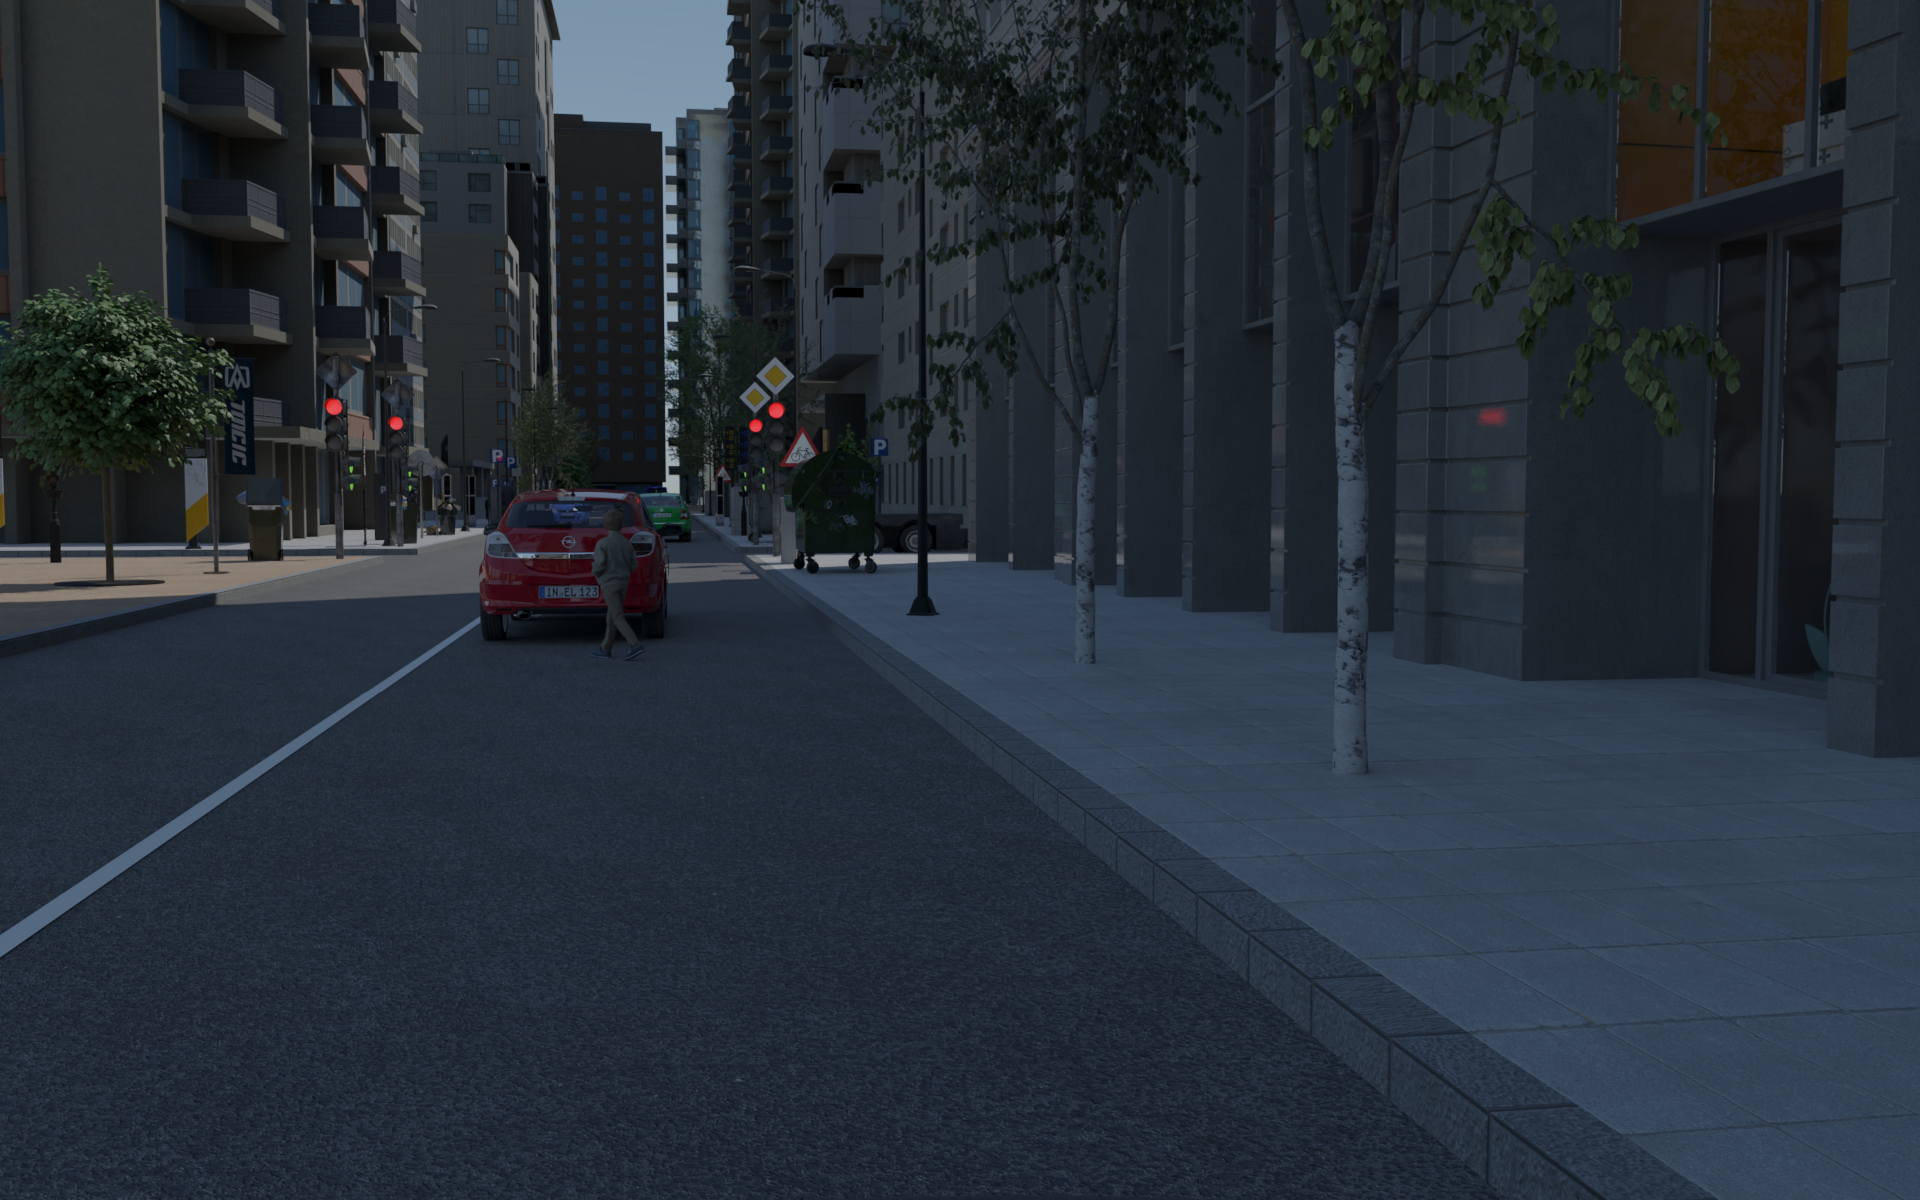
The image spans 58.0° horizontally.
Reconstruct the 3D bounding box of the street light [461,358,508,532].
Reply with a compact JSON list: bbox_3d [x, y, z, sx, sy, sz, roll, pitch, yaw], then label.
[{"bbox_3d":[-16.448,-5.310,59.364,1.470,5.913,1.316,-1,4,-10],"label":"street light"}]

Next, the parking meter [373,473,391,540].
[{"bbox_3d":[-16.034,-2.591,48.067,0.399,1.863,0.255,-3,5,-43],"label":"parking meter"}]

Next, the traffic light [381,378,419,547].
[{"bbox_3d":[-13.584,-3.245,41.983,0.839,4.253,0.868,-1,4,-10],"label":"traffic light"}]

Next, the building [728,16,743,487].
[{"bbox_3d":[-15.009,-45.394,180.439,20.563,71.187,20.611,-1,4,-10],"label":"building"}]

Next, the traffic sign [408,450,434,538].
[{"bbox_3d":[-15.565,-3.053,50.030,0.768,2.556,0.104,0,4,-1],"label":"traffic sign"}]

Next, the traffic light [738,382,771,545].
[{"bbox_3d":[-5.148,-3.334,43.437,0.839,4.253,0.868,-1,4,-10],"label":"traffic light"}]

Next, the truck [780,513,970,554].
[{"bbox_3d":[5.217,-3.105,40.529,18.799,4.110,2.967,-1,4,-9],"label":"truck"}]

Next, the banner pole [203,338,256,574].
[{"bbox_3d":[-11.794,-2.320,27.941,0.863,3.779,0.401,-2,4,-29],"label":"banner pole"}]

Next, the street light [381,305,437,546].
[{"bbox_3d":[-13.523,-4.282,42.556,1.470,5.913,1.316,-1,4,-10],"label":"street light"}]

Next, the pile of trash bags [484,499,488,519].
[{"bbox_3d":[-23.167,-4.781,87.921,1.912,1.369,3.447,-2,4,-23],"label":"pile of trash bags"}]

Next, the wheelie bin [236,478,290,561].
[{"bbox_3d":[-13.432,-1.561,33.427,0.980,1.594,0.693,-1,4,-17],"label":"wheelie bin"}]

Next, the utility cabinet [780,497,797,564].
[{"bbox_3d":[-3.163,-1.281,32.101,0.306,1.237,1.020,0,4,-5],"label":"utility cabinet"}]

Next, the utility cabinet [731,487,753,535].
[{"bbox_3d":[-6.578,-2.784,54.193,1.173,1.500,0.318,-2,4,-31],"label":"utility cabinet"}]

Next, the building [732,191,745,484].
[{"bbox_3d":[-14.433,-23.979,163.756,14.160,30.474,14.107,-1,4,-10],"label":"building"}]

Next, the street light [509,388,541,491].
[{"bbox_3d":[-19.319,-6.322,75.913,1.470,5.913,1.316,-1,4,-10],"label":"street light"}]

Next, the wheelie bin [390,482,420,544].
[{"bbox_3d":[-14.396,-2.260,44.852,0.693,1.594,0.980,-3,4,-37],"label":"wheelie bin"}]

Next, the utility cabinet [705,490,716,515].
[{"bbox_3d":[-14.887,-5.783,103.227,0.318,1.500,1.173,1,4,13],"label":"utility cabinet"}]

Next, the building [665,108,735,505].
[{"bbox_3d":[-21.149,-36.476,215.983,30.456,49.044,23.786,-1,4,-10],"label":"building"}]

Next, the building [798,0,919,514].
[{"bbox_3d":[4.844,-31.401,102.648,28.713,52.752,27.495,-1,4,-10],"label":"building"}]

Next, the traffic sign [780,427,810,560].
[{"bbox_3d":[-3.035,-2.048,33.495,0.884,2.594,0.081,0,4,-7],"label":"traffic sign"}]

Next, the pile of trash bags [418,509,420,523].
[{"bbox_3d":[-26.001,-4.159,77.745,3.447,1.369,1.912,-1,4,-20],"label":"pile of trash bags"}]

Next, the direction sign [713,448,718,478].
[{"bbox_3d":[-11.953,-5.756,86.111,0.379,3.537,0.876,2,4,34],"label":"direction sign"}]

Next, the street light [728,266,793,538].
[{"bbox_3d":[-3.918,-3.852,35.528,1.470,5.913,1.316,-1,4,-10],"label":"street light"}]

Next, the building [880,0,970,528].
[{"bbox_3d":[13.256,-13.228,61.319,28.899,21.520,27.650,-1,4,-10],"label":"building"}]

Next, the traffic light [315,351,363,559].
[{"bbox_3d":[-12.238,-2.764,34.112,0.839,4.253,0.868,-1,4,-10],"label":"traffic light"}]

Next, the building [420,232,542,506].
[{"bbox_3d":[-46.110,-17.276,127.499,27.650,21.520,28.899,-1,4,-10],"label":"building"}]

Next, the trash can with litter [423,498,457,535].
[{"bbox_3d":[-16.243,-2.611,54.071,1.055,1.170,0.624,1,4,10],"label":"trash can with litter"}]

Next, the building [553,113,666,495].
[{"bbox_3d":[-42.685,-34.115,207.885,14.200,45.320,14.600,-1,4,-10],"label":"building"}]

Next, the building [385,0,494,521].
[{"bbox_3d":[-41.196,-24.251,88.390,32.217,40.220,23.993,-1,4,-10],"label":"building"}]

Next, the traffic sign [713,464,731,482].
[{"bbox_3d":[-10.141,-4.535,74.151,0.884,2.594,0.081,0,4,-8],"label":"traffic sign"}]

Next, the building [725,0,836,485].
[{"bbox_3d":[-7.747,-29.816,142.115,22.147,44.769,28.867,-1,4,-10],"label":"building"}]

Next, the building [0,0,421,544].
[{"bbox_3d":[-29.785,-24.508,55.333,22.147,44.769,28.867,-1,4,-10],"label":"building"}]

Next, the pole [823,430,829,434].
[{"bbox_3d":[-4.240,-3.738,54.956,0.158,3.312,0.155,0,3,0],"label":"pole"}]

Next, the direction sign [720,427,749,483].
[{"bbox_3d":[-7.530,-4.072,58.571,0.876,3.537,0.379,-2,4,-31],"label":"direction sign"}]

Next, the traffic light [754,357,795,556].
[{"bbox_3d":[-3.802,-2.853,35.566,0.839,4.253,0.868,-1,4,-10],"label":"traffic light"}]

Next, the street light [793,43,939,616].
[{"bbox_3d":[-0.929,-2.787,18.113,1.470,5.913,1.316,-1,4,-10],"label":"street light"}]

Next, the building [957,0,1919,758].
[{"bbox_3d":[7.937,-14.768,18.947,11.434,29.767,29.804,-1,4,-10],"label":"building"}]

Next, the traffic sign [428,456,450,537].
[{"bbox_3d":[-15.794,-3.124,52.266,0.795,2.450,0.064,0,4,-7],"label":"traffic sign"}]

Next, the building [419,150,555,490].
[{"bbox_3d":[-42.825,-23.111,149.559,14.160,30.474,14.107,-1,4,-10],"label":"building"}]

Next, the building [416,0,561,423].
[{"bbox_3d":[-53.796,-35.524,170.058,27.495,52.752,28.713,-1,4,-10],"label":"building"}]

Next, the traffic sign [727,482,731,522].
[{"bbox_3d":[-10.700,-4.923,80.604,0.768,2.556,0.104,0,4,-8],"label":"traffic sign"}]
